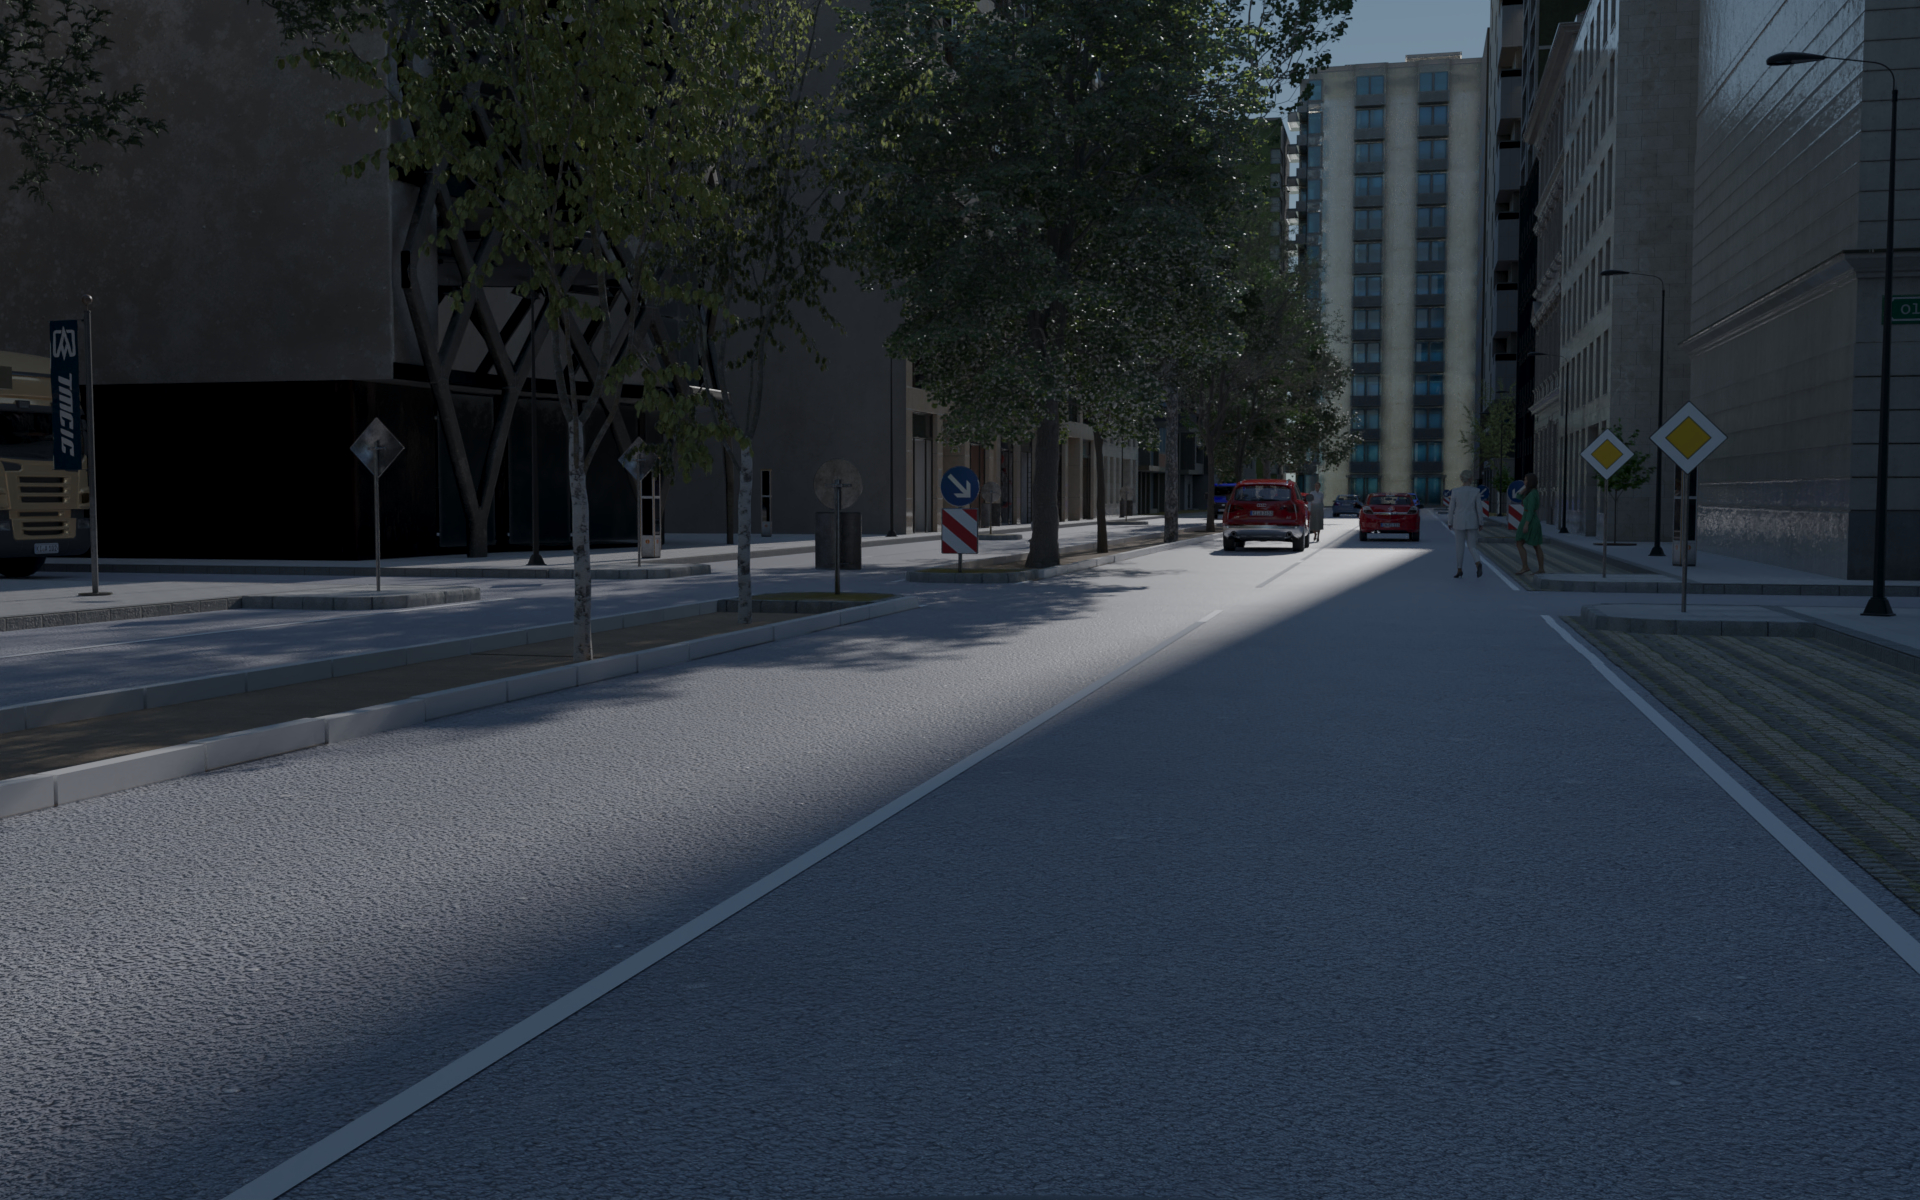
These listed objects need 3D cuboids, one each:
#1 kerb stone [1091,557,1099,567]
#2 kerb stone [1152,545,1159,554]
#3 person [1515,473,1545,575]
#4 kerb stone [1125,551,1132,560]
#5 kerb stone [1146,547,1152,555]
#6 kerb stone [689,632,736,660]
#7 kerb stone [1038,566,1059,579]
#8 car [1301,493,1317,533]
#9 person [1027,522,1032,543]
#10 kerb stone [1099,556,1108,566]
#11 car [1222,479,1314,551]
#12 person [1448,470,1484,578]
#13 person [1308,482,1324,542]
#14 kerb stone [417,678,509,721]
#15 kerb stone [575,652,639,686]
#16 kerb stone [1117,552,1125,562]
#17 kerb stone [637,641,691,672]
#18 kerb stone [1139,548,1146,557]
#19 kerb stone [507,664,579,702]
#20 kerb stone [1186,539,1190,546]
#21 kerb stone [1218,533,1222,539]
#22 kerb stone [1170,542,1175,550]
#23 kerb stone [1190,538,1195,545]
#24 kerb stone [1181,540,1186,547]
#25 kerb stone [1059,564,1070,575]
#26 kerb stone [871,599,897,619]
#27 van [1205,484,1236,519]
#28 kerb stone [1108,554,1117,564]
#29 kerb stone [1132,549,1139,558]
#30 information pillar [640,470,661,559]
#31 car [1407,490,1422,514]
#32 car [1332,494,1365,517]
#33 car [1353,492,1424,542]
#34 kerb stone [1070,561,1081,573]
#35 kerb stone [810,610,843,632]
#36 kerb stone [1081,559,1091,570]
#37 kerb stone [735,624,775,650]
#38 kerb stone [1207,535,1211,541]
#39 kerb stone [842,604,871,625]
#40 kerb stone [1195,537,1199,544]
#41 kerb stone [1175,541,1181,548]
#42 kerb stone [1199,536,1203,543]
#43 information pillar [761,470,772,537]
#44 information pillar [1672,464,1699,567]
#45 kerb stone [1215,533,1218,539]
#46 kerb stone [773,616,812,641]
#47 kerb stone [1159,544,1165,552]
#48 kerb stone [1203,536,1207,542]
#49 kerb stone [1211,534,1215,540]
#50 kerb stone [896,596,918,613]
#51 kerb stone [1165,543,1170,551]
[{"bbox_3d":[2.519,-0.708,33.775,0.120,0.150,1.000,1,4,15],"label":"kerb stone"},{"bbox_3d":[4.593,-1.193,41.702,0.120,0.150,1.000,1,4,15],"label":"kerb stone"},{"bbox_3d":[9.994,-1.319,30.305,0.529,1.795,0.600,1,4,14],"label":"person"},{"bbox_3d":[3.559,-0.950,37.736,0.120,0.150,1.000,1,4,15],"label":"kerb stone"},{"bbox_3d":[4.332,-1.129,40.714,0.120,0.150,1.000,1,4,15],"label":"kerb stone"},{"bbox_3d":[-2.254,0.417,15.383,0.120,0.150,1.000,1,4,15],"label":"kerb stone"},{"bbox_3d":[1.495,-0.461,29.795,0.120,0.150,1.000,1,4,15],"label":"kerb stone"},{"bbox_3d":[12.451,-3.400,64.625,2.155,1.783,4.494,1,4,16],"label":"car"},{"bbox_3d":[2.170,-2.343,47.160,0.624,1.780,0.694,1,4,18],"label":"person"},{"bbox_3d":[2.785,-0.767,34.763,0.120,0.150,1.000,1,4,15],"label":"kerb stone"},{"bbox_3d":[7.991,-2.218,44.938,2.281,1.827,5.304,1,4,14],"label":"car"},{"bbox_3d":[8.578,-1.279,29.285,0.514,1.842,0.818,0,4,-7],"label":"person"},{"bbox_3d":[10.758,-2.664,52.285,0.478,1.798,0.641,1,4,16],"label":"person"},{"bbox_3d":[-3.295,0.660,11.406,0.120,0.150,1.000,1,4,15],"label":"kerb stone"},{"bbox_3d":[-2.776,0.538,13.403,0.120,0.150,1.000,1,4,15],"label":"kerb stone"},{"bbox_3d":[3.313,-0.887,36.743,0.120,0.150,1.000,1,4,15],"label":"kerb stone"},{"bbox_3d":[-2.513,0.480,14.394,0.120,0.150,1.000,1,4,15],"label":"kerb stone"},{"bbox_3d":[4.076,-1.072,39.724,0.120,0.150,1.000,1,4,15],"label":"kerb stone"},{"bbox_3d":[-3.036,0.601,12.405,0.120,0.150,1.000,1,4,15],"label":"kerb stone"},{"bbox_3d":[6.140,-1.557,47.646,0.120,0.150,1.000,1,4,15],"label":"kerb stone"},{"bbox_3d":[8.212,-2.040,55.587,0.120,0.150,1.000,1,4,15],"label":"kerb stone"},{"bbox_3d":[5.364,-1.375,44.677,0.120,0.150,1.000,1,4,15],"label":"kerb stone"},{"bbox_3d":[6.405,-1.617,48.633,0.120,0.150,1.000,1,4,15],"label":"kerb stone"},{"bbox_3d":[5.886,-1.495,46.656,0.120,0.150,1.000,1,4,15],"label":"kerb stone"},{"bbox_3d":[1.755,-0.526,30.792,0.120,0.150,1.000,1,4,15],"label":"kerb stone"},{"bbox_3d":[-0.968,0.116,20.336,0.120,0.150,1.000,1,4,15],"label":"kerb stone"},{"bbox_3d":[15.380,-5.827,99.658,2.240,2.365,5.245,1,4,14],"label":"van"},{"bbox_3d":[3.039,-0.830,35.758,0.120,0.150,1.000,1,4,15],"label":"kerb stone"},{"bbox_3d":[3.817,-1.008,38.725,0.120,0.150,1.000,1,4,15],"label":"kerb stone"},{"bbox_3d":[-6.174,-1.838,34.544,0.304,2.012,0.304,1,4,16],"label":"information pillar"},{"bbox_3d":[31.122,-6.784,120.511,1.945,1.707,3.694,1,4,14],"label":"car"},{"bbox_3d":[24.378,-5.916,108.733,2.014,1.417,4.499,1,4,16],"label":"car"},{"bbox_3d":[13.351,-2.745,53.924,2.155,1.783,4.494,1,4,13],"label":"car"},{"bbox_3d":[2.018,-0.578,31.789,0.120,0.150,1.000,1,4,15],"label":"kerb stone"},{"bbox_3d":[-1.488,0.237,18.356,0.120,0.150,1.000,1,4,15],"label":"kerb stone"},{"bbox_3d":[2.277,-0.647,32.778,0.120,0.150,1.000,1,4,15],"label":"kerb stone"},{"bbox_3d":[-2.005,0.360,16.377,0.120,0.150,1.000,1,4,15],"label":"kerb stone"},{"bbox_3d":[7.432,-1.855,52.611,0.120,0.150,1.000,1,4,15],"label":"kerb stone"},{"bbox_3d":[-1.227,0.174,19.344,0.120,0.150,1.000,1,4,15],"label":"kerb stone"},{"bbox_3d":[6.656,-1.674,49.625,0.120,0.150,1.000,1,4,15],"label":"kerb stone"},{"bbox_3d":[5.630,-1.434,45.665,0.120,0.150,1.000,1,4,15],"label":"kerb stone"},{"bbox_3d":[6.911,-1.737,50.625,0.120,0.150,1.000,1,4,15],"label":"kerb stone"},{"bbox_3d":[-5.796,-2.897,51.861,0.304,2.012,0.304,0,4,0],"label":"information pillar"},{"bbox_3d":[12.877,-1.605,30.741,0.304,2.012,0.304,0,4,-5],"label":"information pillar"},{"bbox_3d":[7.953,-1.978,54.597,0.120,0.150,1.000,1,4,15],"label":"kerb stone"},{"bbox_3d":[-1.738,0.295,17.365,0.120,0.150,1.000,1,4,15],"label":"kerb stone"},{"bbox_3d":[4.855,-1.254,42.697,0.120,0.150,1.000,1,4,15],"label":"kerb stone"},{"bbox_3d":[7.175,-1.799,51.617,0.120,0.150,1.000,1,4,15],"label":"kerb stone"},{"bbox_3d":[7.689,-1.921,53.600,0.120,0.150,1.000,1,4,15],"label":"kerb stone"},{"bbox_3d":[-0.713,0.053,21.325,0.120,0.150,1.000,1,4,15],"label":"kerb stone"},{"bbox_3d":[5.111,-1.314,43.687,0.120,0.150,1.000,1,4,15],"label":"kerb stone"}]
